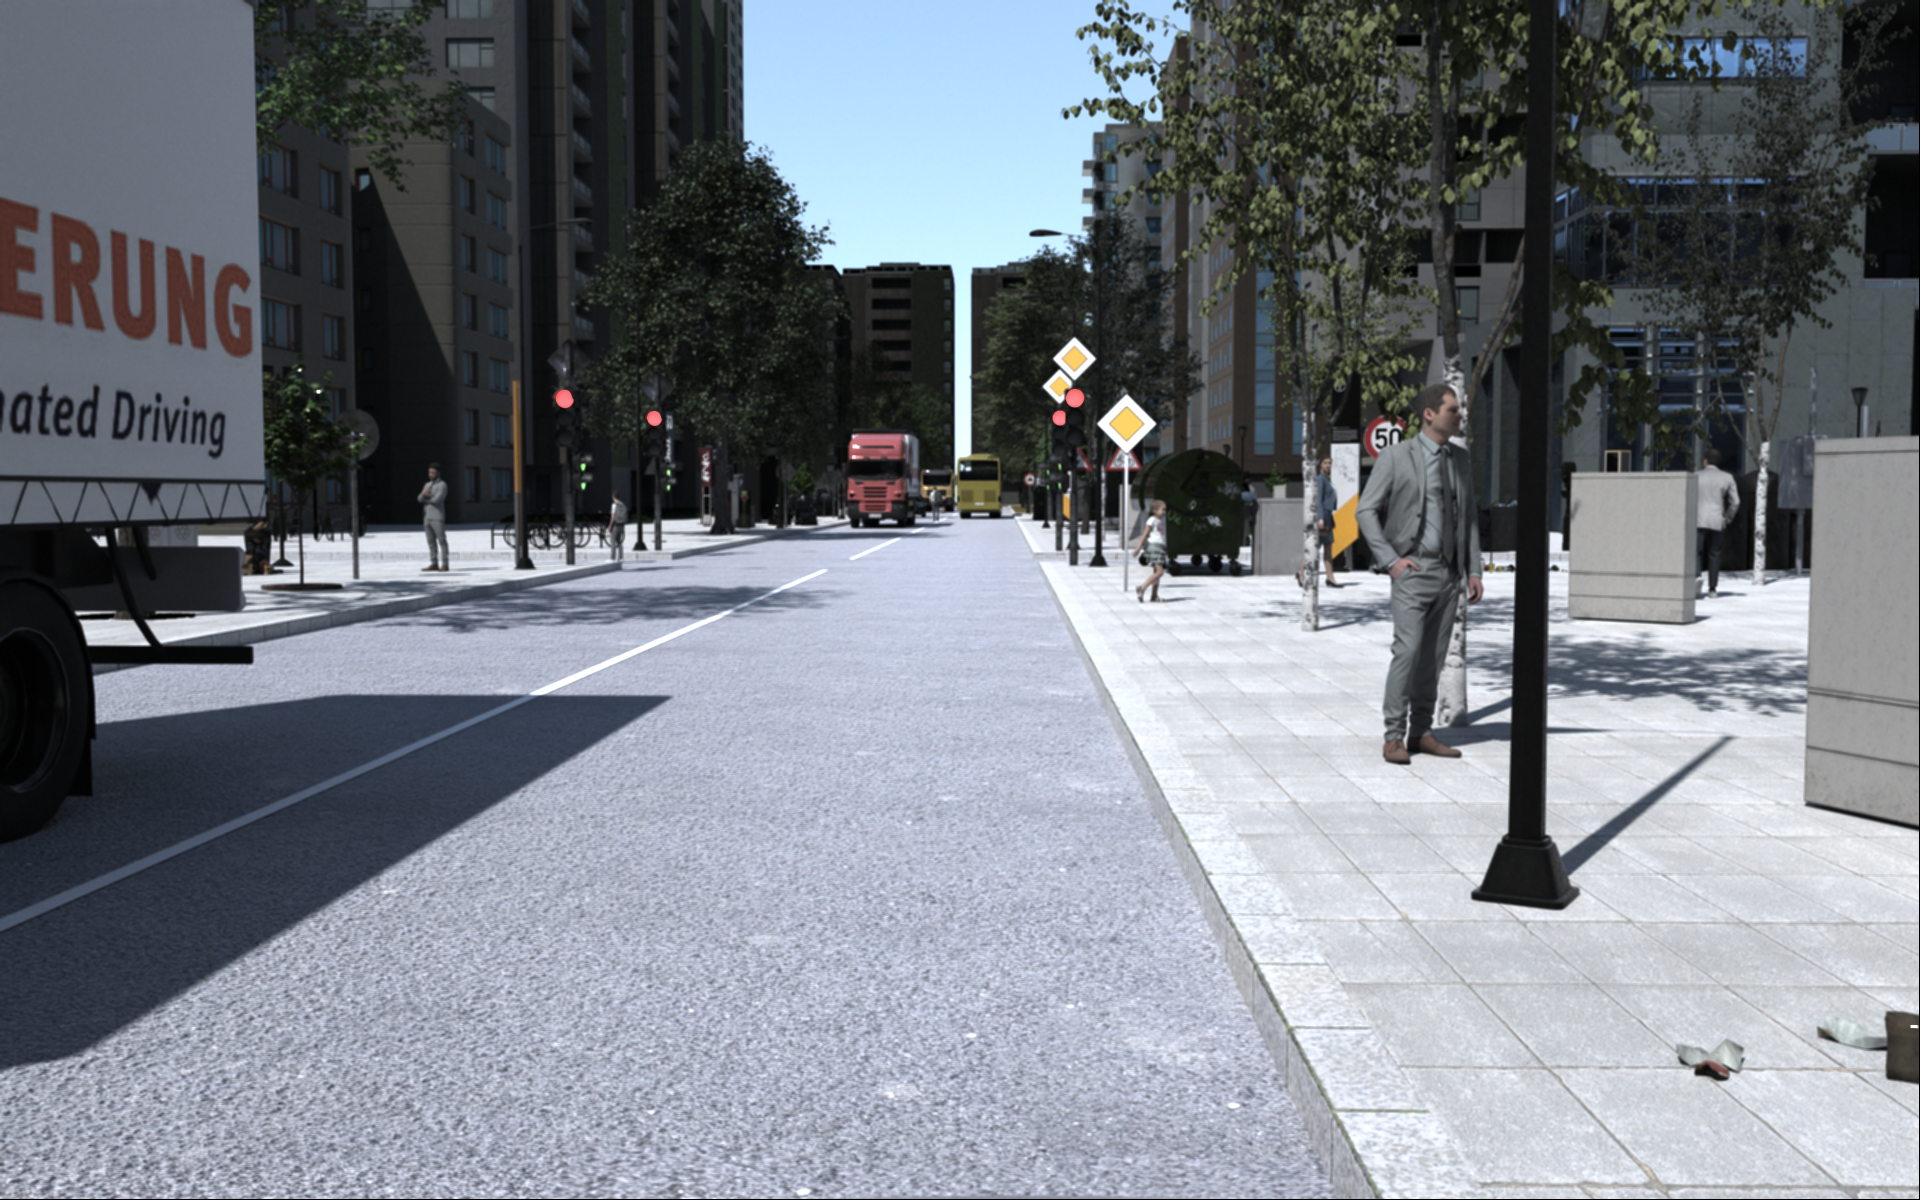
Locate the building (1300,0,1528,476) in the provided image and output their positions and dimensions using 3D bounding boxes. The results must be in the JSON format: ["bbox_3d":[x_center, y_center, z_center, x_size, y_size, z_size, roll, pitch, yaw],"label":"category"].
[{"bbox_3d":[33.910,-30.742,91.877,28.713,52.752,27.495,0,4,1],"label":"building"}]

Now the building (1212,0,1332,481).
[{"bbox_3d":[25.783,-29.025,124.668,14.600,45.320,14.200,0,4,1],"label":"building"}]

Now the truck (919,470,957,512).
[{"bbox_3d":[-1.790,-8.820,140.135,3.469,3.379,9.791,0,4,1],"label":"truck"}]

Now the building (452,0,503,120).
[{"bbox_3d":[-26.005,-26.786,121.542,14.154,41.232,14.086,0,4,1],"label":"building"}]

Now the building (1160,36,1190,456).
[{"bbox_3d":[26.985,-31.632,167.301,14.600,45.320,14.200,0,4,1],"label":"building"}]

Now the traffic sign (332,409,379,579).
[{"bbox_3d":[-9.090,-1.584,25.997,0.768,2.556,0.104,0,4,5],"label":"traffic sign"}]

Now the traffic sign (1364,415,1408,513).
[{"bbox_3d":[6.887,-1.701,27.924,0.768,2.556,0.104,1,4,8],"label":"traffic sign"}]

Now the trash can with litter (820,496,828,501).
[{"bbox_3d":[-8.296,-5.523,101.351,2.233,1.210,1.678,0,4,4],"label":"trash can with litter"}]

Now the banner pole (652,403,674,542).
[{"bbox_3d":[-7.869,-3.428,46.057,0.863,3.779,0.401,3,5,40],"label":"banner pole"}]

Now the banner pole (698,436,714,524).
[{"bbox_3d":[-10.827,-5.123,73.776,0.863,3.779,0.401,-3,5,-43],"label":"banner pole"}]

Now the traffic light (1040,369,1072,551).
[{"bbox_3d":[2.221,-3.064,39.024,0.839,4.253,0.868,0,4,1],"label":"traffic light"}]

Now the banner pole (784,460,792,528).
[{"bbox_3d":[-6.569,-4.610,65.385,0.401,3.779,0.863,0,4,-5],"label":"banner pole"}]

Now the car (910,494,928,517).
[{"bbox_3d":[-3.001,-6.036,108.477,2.009,1.686,4.222,0,4,0],"label":"car"}]

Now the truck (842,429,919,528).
[{"bbox_3d":[-3.355,-5.376,76.805,2.839,4.237,11.283,0,4,2],"label":"truck"}]

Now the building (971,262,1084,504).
[{"bbox_3d":[8.330,-27.326,218.488,14.107,30.474,14.160,0,4,1],"label":"building"}]

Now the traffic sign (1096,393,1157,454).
[{"bbox_3d":[2.196,-1.403,22.668,0.795,2.593,0.064,0,4,7],"label":"traffic sign"}]

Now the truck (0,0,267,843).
[{"bbox_3d":[-5.125,-0.913,3.844,2.839,4.237,11.283,0,4,2],"label":"truck"}]

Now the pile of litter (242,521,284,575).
[{"bbox_3d":[-11.619,-0.863,28.082,1.176,0.858,1.719,-2,4,-24],"label":"pile of litter"}]

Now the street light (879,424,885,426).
[{"bbox_3d":[-4.885,-8.595,113.066,1.470,5.913,1.316,0,4,1],"label":"street light"}]

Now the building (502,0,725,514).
[{"bbox_3d":[-26.368,-27.647,135.615,14.154,41.232,14.086,0,4,1],"label":"building"}]

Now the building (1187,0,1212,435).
[{"bbox_3d":[29.845,-36.902,145.339,21.231,58.520,28.212,0,4,1],"label":"building"}]

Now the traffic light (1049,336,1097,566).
[{"bbox_3d":[2.027,-2.576,31.041,0.839,4.253,0.868,0,4,1],"label":"traffic light"}]

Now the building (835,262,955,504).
[{"bbox_3d":[-7.681,-27.356,218.977,14.107,30.474,14.160,0,4,1],"label":"building"}]

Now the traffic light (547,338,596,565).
[{"bbox_3d":[-7.032,-2.589,31.246,0.839,4.253,0.868,0,4,1],"label":"traffic light"}]

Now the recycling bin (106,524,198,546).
[{"bbox_3d":[-9.025,-0.417,19.364,0.722,1.027,0.722,3,4,37],"label":"recycling bin"}]

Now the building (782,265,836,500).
[{"bbox_3d":[-22.034,-27.355,218.959,14.107,30.474,14.160,0,4,1],"label":"building"}]

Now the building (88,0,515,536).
[{"bbox_3d":[-35.214,-13.606,67.494,27.650,21.520,28.899,0,4,1],"label":"building"}]

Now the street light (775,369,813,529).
[{"bbox_3d":[-6.106,-5.582,63.807,1.470,5.913,1.316,0,4,1],"label":"street light"}]

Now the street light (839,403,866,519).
[{"bbox_3d":[-5.491,-7.092,88.487,1.470,5.913,1.316,0,4,1],"label":"street light"}]

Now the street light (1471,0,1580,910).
[{"bbox_3d":[1.262,-2.007,5.360,1.470,5.913,1.316,0,4,1],"label":"street light"}]

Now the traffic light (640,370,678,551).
[{"bbox_3d":[-6.838,-3.077,39.228,0.839,4.253,0.868,0,4,1],"label":"traffic light"}]

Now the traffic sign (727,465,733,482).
[{"bbox_3d":[-8.376,-3.648,61.773,0.606,2.300,0.079,1,4,11],"label":"traffic sign"}]

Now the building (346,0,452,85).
[{"bbox_3d":[-27.264,-25.332,97.771,14.154,41.232,14.086,0,4,1],"label":"building"}]

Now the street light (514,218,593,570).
[{"bbox_3d":[-6.879,-3.475,29.355,1.470,5.913,1.316,0,4,1],"label":"street light"}]

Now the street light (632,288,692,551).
[{"bbox_3d":[-6.720,-4.072,39.116,1.470,5.913,1.316,0,4,1],"label":"street light"}]

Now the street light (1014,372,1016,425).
[{"bbox_3d":[2.714,-5.671,65.264,1.470,5.913,1.316,0,4,1],"label":"street light"}]

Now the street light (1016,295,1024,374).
[{"bbox_3d":[2.115,-4.151,40.406,1.470,5.913,1.316,0,4,1],"label":"street light"}]

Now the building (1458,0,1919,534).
[{"bbox_3d":[35.060,-45.881,62.829,31.000,86.520,22.319,0,4,1],"label":"building"}]

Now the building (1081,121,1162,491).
[{"bbox_3d":[30.718,-36.844,221.999,30.456,49.044,23.786,0,4,1],"label":"building"}]

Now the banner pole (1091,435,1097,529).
[{"bbox_3d":[5.095,-4.558,64.543,0.401,3.779,0.863,-2,4,-30],"label":"banner pole"}]

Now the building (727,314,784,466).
[{"bbox_3d":[-32.865,-19.494,163.765,28.899,21.520,27.650,0,4,1],"label":"building"}]

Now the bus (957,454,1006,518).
[{"bbox_3d":[1.291,-6.950,105.179,2.896,3.916,12.252,0,4,2],"label":"bus"}]

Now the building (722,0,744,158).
[{"bbox_3d":[-39.298,-47.925,221.828,20.611,71.187,20.563,0,4,1],"label":"building"}]

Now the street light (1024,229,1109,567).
[{"bbox_3d":[1.914,-3.547,30.538,1.470,5.913,1.316,0,4,1],"label":"street light"}]
